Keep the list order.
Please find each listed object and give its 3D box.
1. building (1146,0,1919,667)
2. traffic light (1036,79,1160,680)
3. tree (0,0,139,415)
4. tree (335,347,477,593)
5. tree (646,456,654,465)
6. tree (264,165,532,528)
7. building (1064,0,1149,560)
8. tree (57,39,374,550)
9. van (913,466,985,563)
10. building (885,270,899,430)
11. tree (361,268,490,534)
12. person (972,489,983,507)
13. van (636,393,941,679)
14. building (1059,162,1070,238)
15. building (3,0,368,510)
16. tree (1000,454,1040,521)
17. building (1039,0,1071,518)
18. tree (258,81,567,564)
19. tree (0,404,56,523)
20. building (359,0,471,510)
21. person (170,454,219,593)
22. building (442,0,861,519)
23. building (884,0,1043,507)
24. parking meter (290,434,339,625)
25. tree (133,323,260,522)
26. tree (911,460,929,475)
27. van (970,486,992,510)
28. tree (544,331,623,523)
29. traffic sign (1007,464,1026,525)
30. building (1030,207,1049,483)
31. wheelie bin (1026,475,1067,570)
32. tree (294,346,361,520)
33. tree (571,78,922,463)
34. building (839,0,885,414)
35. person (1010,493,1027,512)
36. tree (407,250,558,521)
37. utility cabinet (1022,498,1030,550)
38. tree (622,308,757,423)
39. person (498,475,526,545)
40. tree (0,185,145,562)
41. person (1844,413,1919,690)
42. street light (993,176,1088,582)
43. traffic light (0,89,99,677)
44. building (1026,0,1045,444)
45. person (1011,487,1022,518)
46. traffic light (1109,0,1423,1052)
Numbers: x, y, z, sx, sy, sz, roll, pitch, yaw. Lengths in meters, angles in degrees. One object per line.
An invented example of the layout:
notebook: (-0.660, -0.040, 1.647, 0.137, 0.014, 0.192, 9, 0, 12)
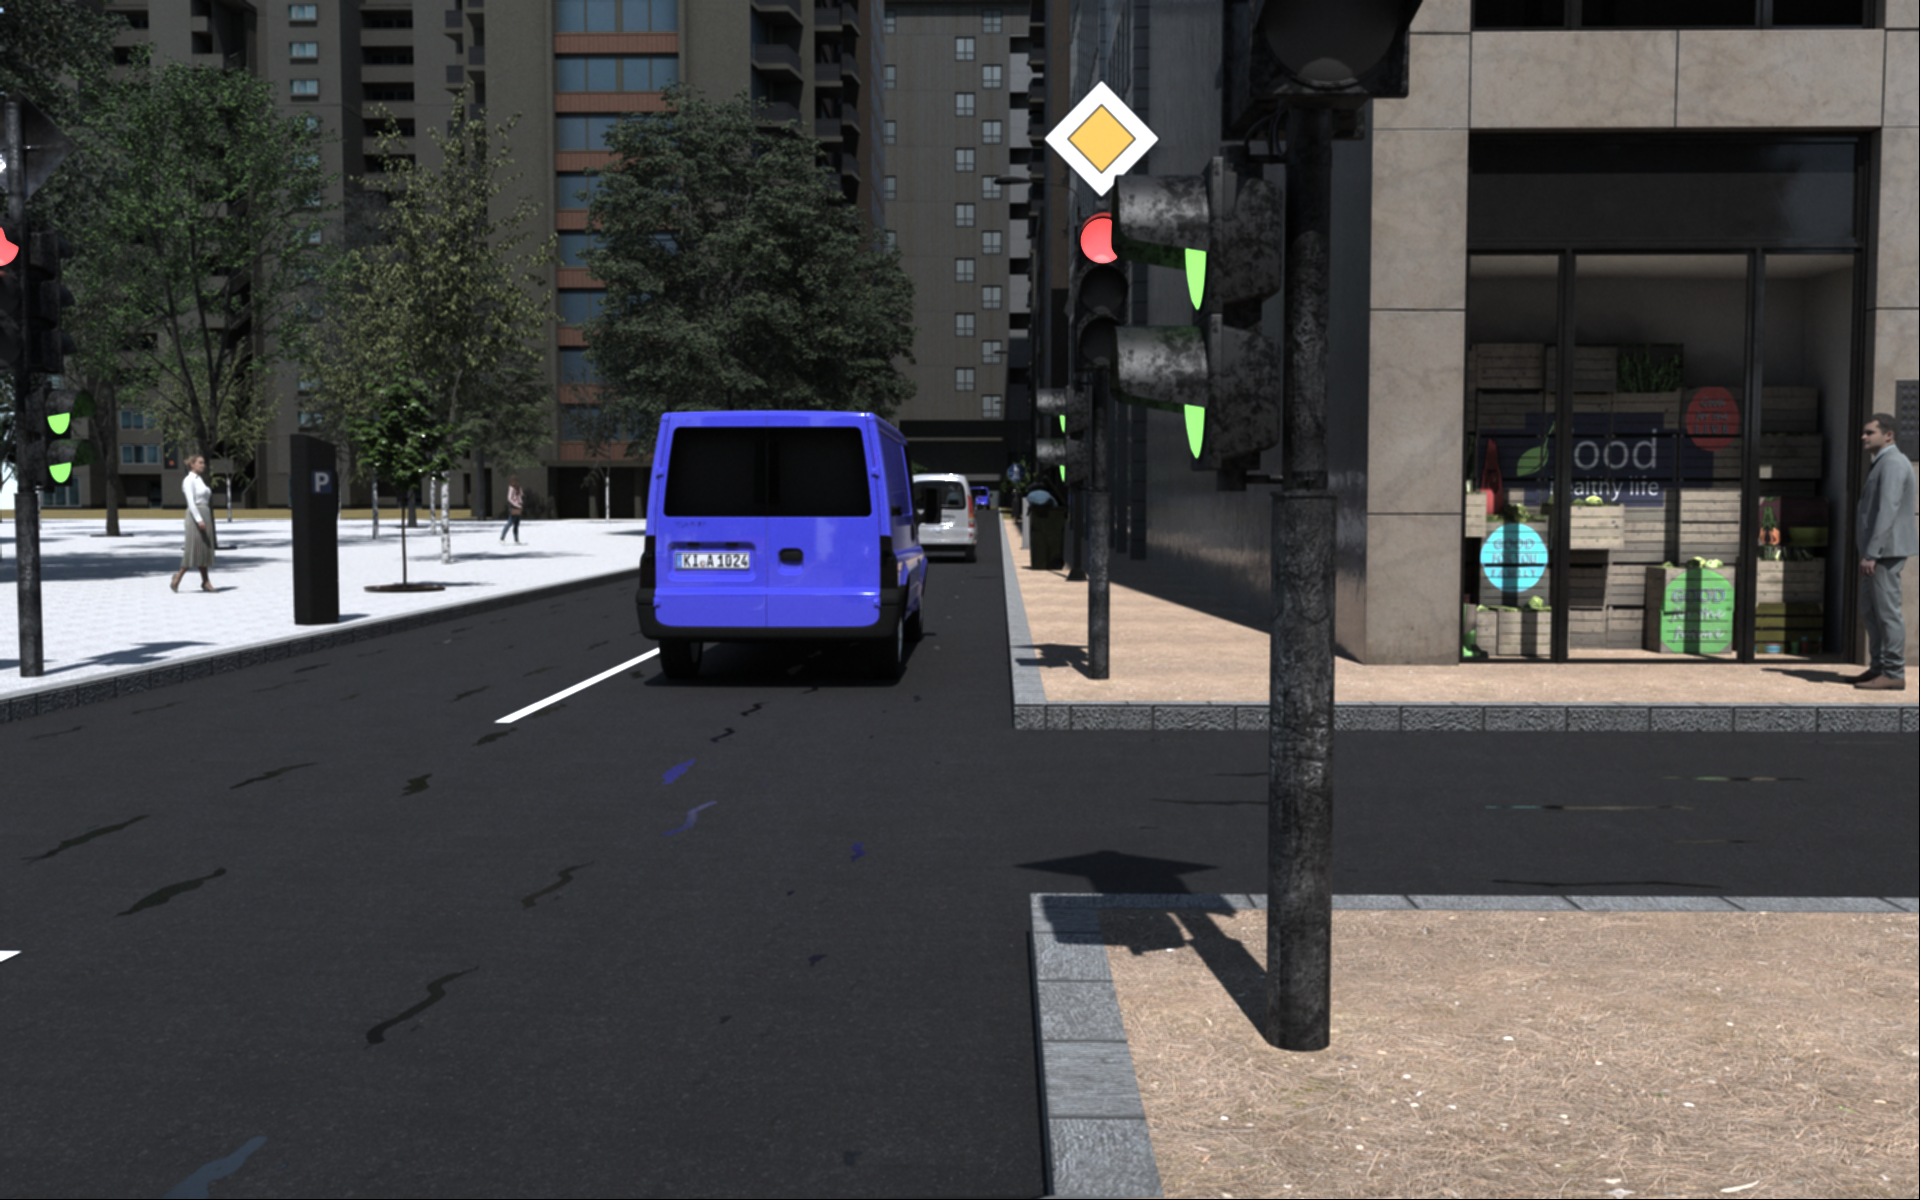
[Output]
building: (20.234, -13.263, 21.373, 34.151, 26.468, 19.350, 0, 4, 1)
traffic light: (0.945, -1.407, 11.925, 0.839, 4.253, 0.868, 0, 4, 1)
tree: (-16.400, -7.172, 23.916, 9.857, 13.997, 8.962, 0, 3, 0)
tree: (-7.257, -1.736, 22.984, 1.663, 3.219, 1.824, 0, 3, 0)
tree: (-6.426, -2.873, 41.578, 1.663, 3.219, 1.824, 0, 3, 0)
tree: (-20.861, -9.474, 65.270, 12.009, 13.543, 11.850, 0, 3, 0)
building: (9.016, -16.511, 47.441, 11.434, 29.767, 29.804, 0, 4, 1)
tree: (-17.403, -6.973, 39.759, 9.928, 11.665, 9.643, 0, 3, 0)
van: (-0.463, -1.869, 37.563, 2.013, 2.044, 4.112, 0, 4, 0)
building: (-20.432, -18.580, 148.826, 28.899, 21.520, 27.650, 0, 4, 1)
tree: (-16.946, -6.422, 55.368, 4.360, 8.622, 3.978, 0, 3, 0)
person: (0.939, -7.016, 123.230, 1.348, 1.822, 0.705, 0, 4, 1)
van: (-1.340, -0.656, 15.112, 2.240, 2.365, 5.245, 0, 4, 1)
building: (11.364, -14.257, 74.904, 13.314, 21.916, 24.055, 0, 4, 1)
building: (-67.533, -32.356, 152.719, 21.600, 48.544, 21.300, 0, 4, 1)
tree: (3.092, -5.477, 84.150, 1.663, 3.219, 1.824, 0, 3, 0)
building: (11.795, -27.300, 96.474, 14.600, 45.320, 14.200, 0, 4, 1)
tree: (-9.411, -4.980, 31.785, 4.737, 8.622, 4.395, 0, 3, 0)
tree: (-50.172, -6.825, 74.502, 20.602, 7.101, 11.467, -3, 4, -38)
building: (-45.930, -32.351, 152.635, 21.600, 48.544, 21.300, 0, 4, 1)
person: (-9.970, -0.993, 22.498, 0.641, 1.798, 0.478, 1, 4, 9)
building: (-17.416, -27.323, 101.352, 22.147, 44.769, 28.867, 0, 4, 1)
building: (0.810, -36.455, 185.274, 27.495, 52.752, 28.713, 0, 4, 1)
parking meter: (-6.346, -0.694, 17.061, 0.255, 1.863, 0.399, 2, 4, 34)
tree: (-33.184, -7.583, 74.349, 4.737, 8.622, 4.395, 0, 3, 0)
tree: (-4.382, -11.073, 164.750, 4.285, 4.588, 4.351, 0, 3, 0)
van: (1.792, -9.450, 158.894, 2.240, 2.365, 5.245, 0, 4, 2)
tree: (-15.729, -7.681, 75.942, 4.360, 8.622, 3.978, 0, 3, 0)
traffic sign: (2.368, -4.428, 72.499, 0.768, 2.556, 0.104, 0, 4, 6)
building: (18.902, -16.729, 118.561, 27.650, 21.520, 28.899, 0, 4, 1)
wheelie bin: (1.456, -1.310, 29.329, 0.693, 1.594, 0.980, 0, 4, 0)
tree: (-30.291, -8.194, 84.338, 4.360, 8.622, 3.978, 0, 3, 0)
tree: (-7.249, -8.936, 52.762, 9.857, 13.997, 8.962, 0, 3, 0)
building: (-12.679, -28.906, 122.731, 14.600, 45.320, 14.200, 0, 4, 1)
person: (4.084, -6.917, 119.152, 1.348, 1.823, 0.705, 0, 4, -8)
tree: (-22.961, -9.975, 81.214, 7.486, 12.596, 7.792, 0, 3, 0)
utility cabinet: (1.716, -1.790, 40.420, 0.306, 1.237, 1.020, 1, 4, 18)
tree: (-9.679, -7.021, 65.163, 4.360, 8.622, 3.978, 0, 3, 0)
person: (-11.254, -2.252, 43.459, 0.643, 1.750, 0.593, 0, 4, -8)
tree: (-17.883, -5.014, 32.343, 4.360, 8.622, 3.978, 0, 3, 0)
person: (6.090, -0.322, 11.403, 0.391, 1.810, 0.635, 2, 4, 23)
street light: (1.190, -3.234, 25.422, 1.470, 5.913, 1.316, 0, 4, 1)
traffic light: (-6.515, -1.416, 12.069, 0.839, 4.253, 0.868, 0, 4, 1)
building: (16.801, -30.098, 146.733, 22.147, 44.769, 28.867, 0, 4, 1)
person: (3.124, -5.323, 93.883, 0.742, 1.727, 0.445, 0, 4, 2)
traffic light: (0.773, -0.919, 3.941, 0.839, 4.253, 0.868, 0, 4, 1)
